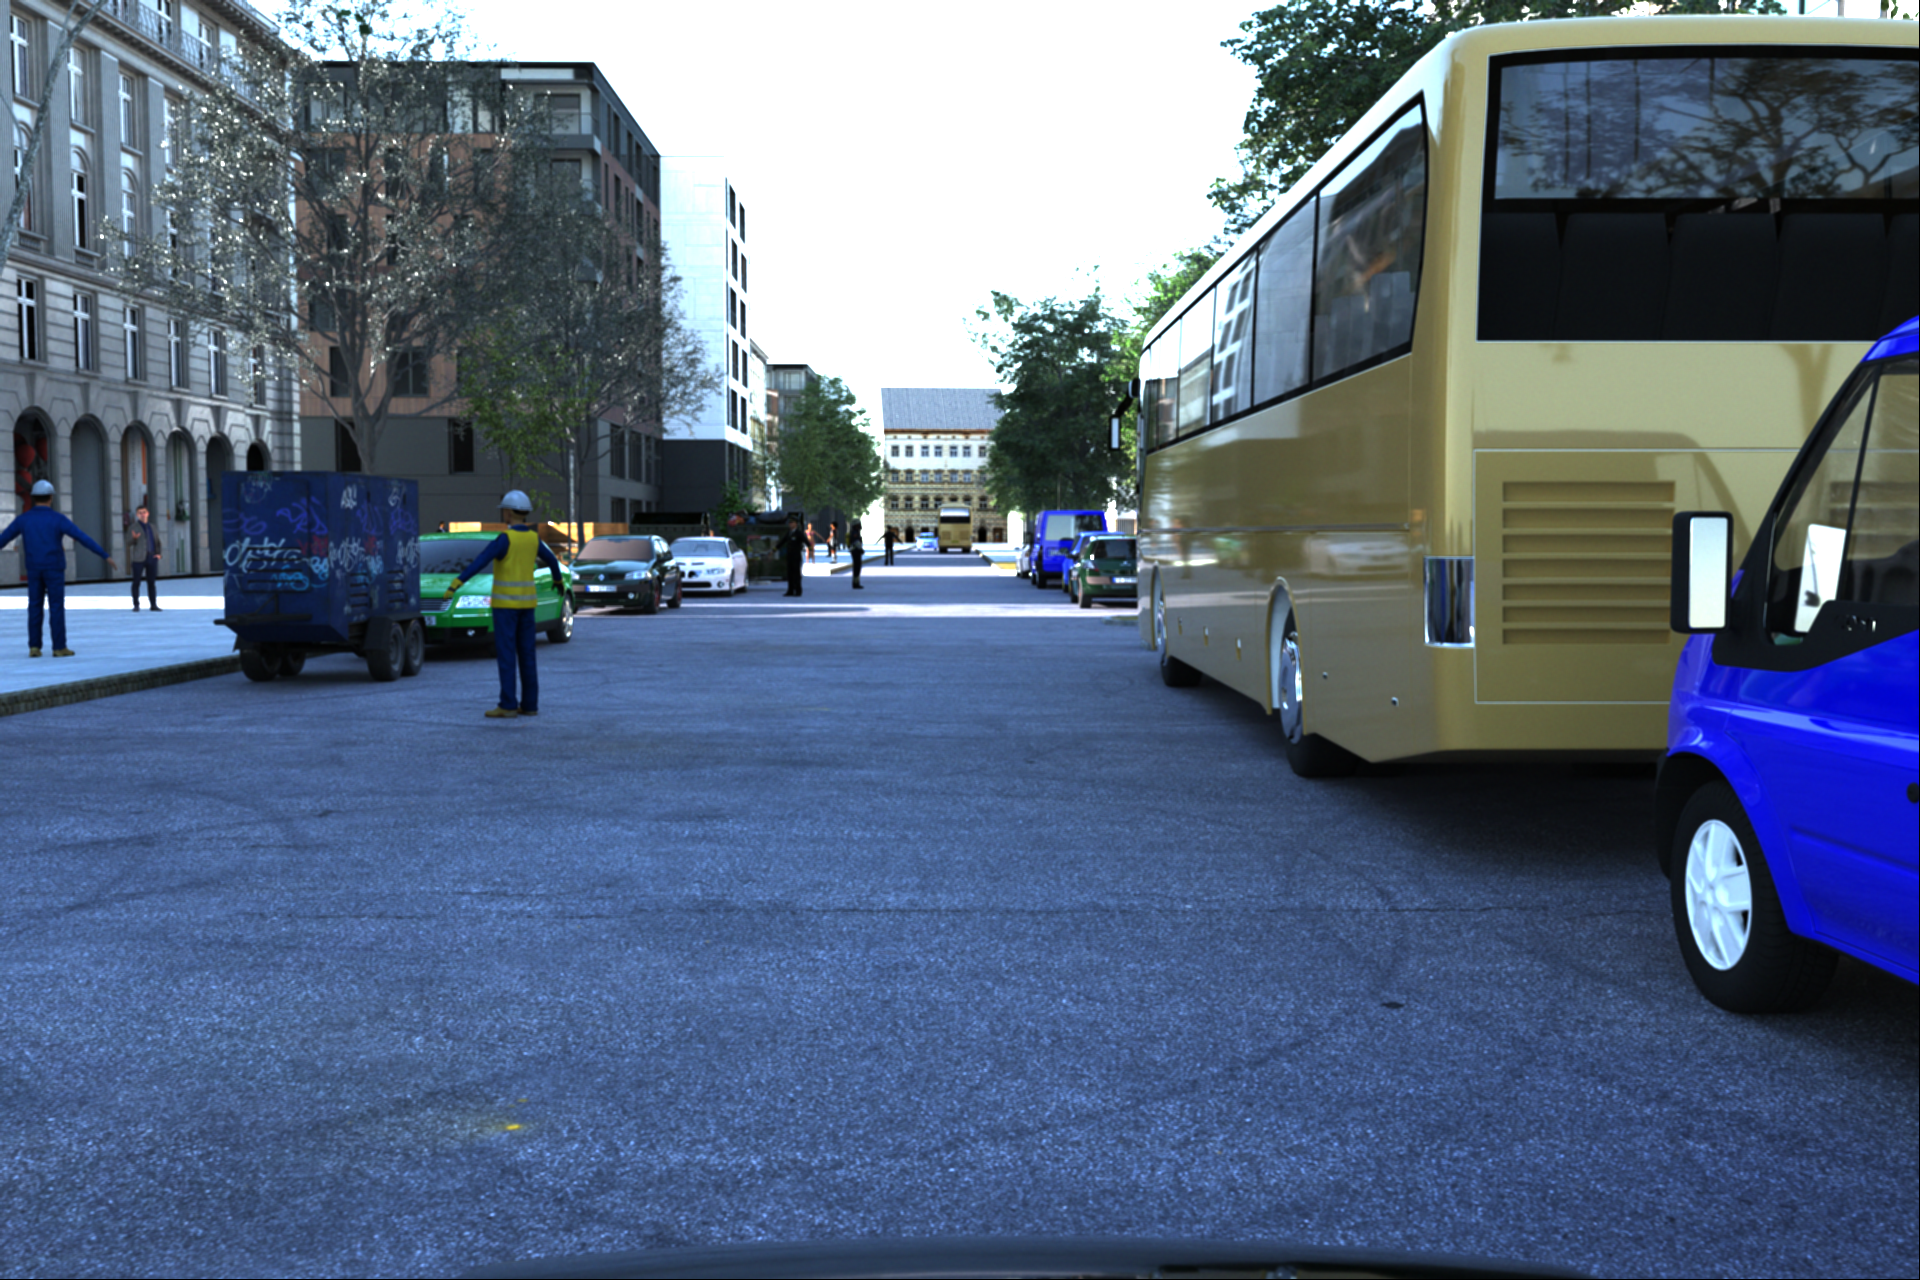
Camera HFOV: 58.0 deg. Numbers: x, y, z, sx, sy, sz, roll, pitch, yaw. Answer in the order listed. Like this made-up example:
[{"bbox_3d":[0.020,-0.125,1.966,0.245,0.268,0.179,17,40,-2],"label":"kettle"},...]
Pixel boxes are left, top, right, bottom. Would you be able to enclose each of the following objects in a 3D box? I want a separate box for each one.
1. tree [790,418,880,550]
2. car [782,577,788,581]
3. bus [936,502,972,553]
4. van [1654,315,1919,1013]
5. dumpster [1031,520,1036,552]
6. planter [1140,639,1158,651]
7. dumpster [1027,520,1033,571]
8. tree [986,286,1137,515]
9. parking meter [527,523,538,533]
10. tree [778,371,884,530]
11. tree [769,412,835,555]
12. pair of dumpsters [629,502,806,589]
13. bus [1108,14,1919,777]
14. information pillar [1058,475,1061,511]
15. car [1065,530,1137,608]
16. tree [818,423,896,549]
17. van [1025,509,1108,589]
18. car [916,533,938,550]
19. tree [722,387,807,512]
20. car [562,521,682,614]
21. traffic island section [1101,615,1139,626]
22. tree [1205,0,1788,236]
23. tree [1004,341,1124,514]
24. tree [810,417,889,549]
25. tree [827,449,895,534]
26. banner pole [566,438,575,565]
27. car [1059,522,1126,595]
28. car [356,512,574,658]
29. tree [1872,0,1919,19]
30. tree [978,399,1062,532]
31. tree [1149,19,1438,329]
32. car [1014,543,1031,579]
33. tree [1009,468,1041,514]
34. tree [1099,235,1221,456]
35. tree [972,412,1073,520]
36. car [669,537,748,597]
[{"bbox_3d":[-9.870,-12.348,136.300,7.601,10.594,8.767,0,4,-4],"label":"tree"},{"bbox_3d":[-6.037,-2.771,54.104,1.959,1.807,4.718,0,3,0],"label":"car"},{"bbox_3d":[-0.432,-8.668,133.275,2.896,3.916,12.252,0,4,-1],"label":"bus"},{"bbox_3d":[3.204,0.057,3.450,2.240,2.365,5.245,0,3,0],"label":"van"},{"bbox_3d":[3.066,-2.658,51.669,1.865,1.857,1.264,0,3,0],"label":"dumpster"},{"bbox_3d":[3.302,-0.039,21.780,1.991,0.319,1.994,0,4,0],"label":"planter"},{"bbox_3d":[3.024,-2.790,53.837,1.865,1.857,1.264,0,4,0],"label":"dumpster"},{"bbox_3d":[6.027,-11.110,88.298,9.857,13.997,8.962,0,3,0],"label":"tree"},{"bbox_3d":[-9.984,-1.947,40.240,0.372,1.533,0.369,0,3,0],"label":"parking meter"},{"bbox_3d":[-9.340,-12.394,120.765,7.486,12.596,7.792,0,3,0],"label":"tree"},{"bbox_3d":[-9.473,-9.435,104.629,4.737,8.622,4.395,0,3,0],"label":"tree"},{"bbox_3d":[-6.193,-2.409,44.336,4.436,2.255,1.574,0,4,0],"label":"pair of dumpsters"},{"bbox_3d":[3.126,-1.314,13.029,2.896,3.916,12.252,0,4,0],"label":"bus"},{"bbox_3d":[3.966,-4.746,68.953,0.183,3.616,0.504,0,4,0],"label":"information pillar"},{"bbox_3d":[3.158,-1.537,34.915,2.009,1.686,4.222,0,4,0],"label":"car"},{"bbox_3d":[-9.759,-12.913,145.545,8.767,10.594,7.601,-1,4,-10],"label":"tree"},{"bbox_3d":[2.945,-2.613,47.106,2.240,2.365,5.245,0,4,0],"label":"van"},{"bbox_3d":[-2.882,-8.773,153.027,1.945,1.707,3.694,0,3,0],"label":"car"},{"bbox_3d":[-9.176,-8.318,86.359,4.360,8.622,3.978,0,3,0],"label":"tree"},{"bbox_3d":[-6.277,-1.373,32.237,2.009,1.686,4.222,0,4,0],"label":"car"},{"bbox_3d":[3.294,-0.303,27.828,1.991,0.108,1.994,0,4,0],"label":"traffic island section"},{"bbox_3d":[8.785,-7.470,28.782,9.857,13.997,8.962,0,3,0],"label":"tree"},{"bbox_3d":[5.930,-11.266,102.327,7.486,12.596,7.792,0,3,0],"label":"tree"},{"bbox_3d":[-9.951,-13.939,153.658,9.928,11.665,9.643,0,3,0],"label":"tree"},{"bbox_3d":[-9.796,-14.061,164.313,7.601,10.594,8.767,-1,4,-16],"label":"tree"},{"bbox_3d":[-10.186,-3.385,45.360,0.401,3.779,0.863,0,3,0],"label":"banner pole"},{"bbox_3d":[3.357,-1.942,41.344,1.945,1.707,3.694,0,4,0],"label":"car"},{"bbox_3d":[-6.054,-0.774,21.455,1.959,1.807,4.718,0,4,0],"label":"car"},{"bbox_3d":[8.904,-3.859,13.452,4.737,8.622,4.395,0,3,0],"label":"tree"},{"bbox_3d":[5.169,-13.628,140.951,7.486,12.596,7.792,0,3,0],"label":"tree"},{"bbox_3d":[9.594,-7.972,40.715,12.009,13.543,11.850,0,3,0],"label":"tree"},{"bbox_3d":[2.850,-2.736,57.095,2.083,1.381,4.827,0,4,-1],"label":"car"},{"bbox_3d":[6.270,-10.855,127.837,4.360,8.622,3.978,0,3,0],"label":"tree"},{"bbox_3d":[8.646,-8.193,59.705,9.928,11.665,9.643,0,3,0],"label":"tree"},{"bbox_3d":[6.497,-14.884,153.719,12.009,13.543,11.850,0,3,0],"label":"tree"},{"bbox_3d":[-6.120,-1.753,41.021,2.083,1.381,4.827,0,4,0],"label":"car"}]
